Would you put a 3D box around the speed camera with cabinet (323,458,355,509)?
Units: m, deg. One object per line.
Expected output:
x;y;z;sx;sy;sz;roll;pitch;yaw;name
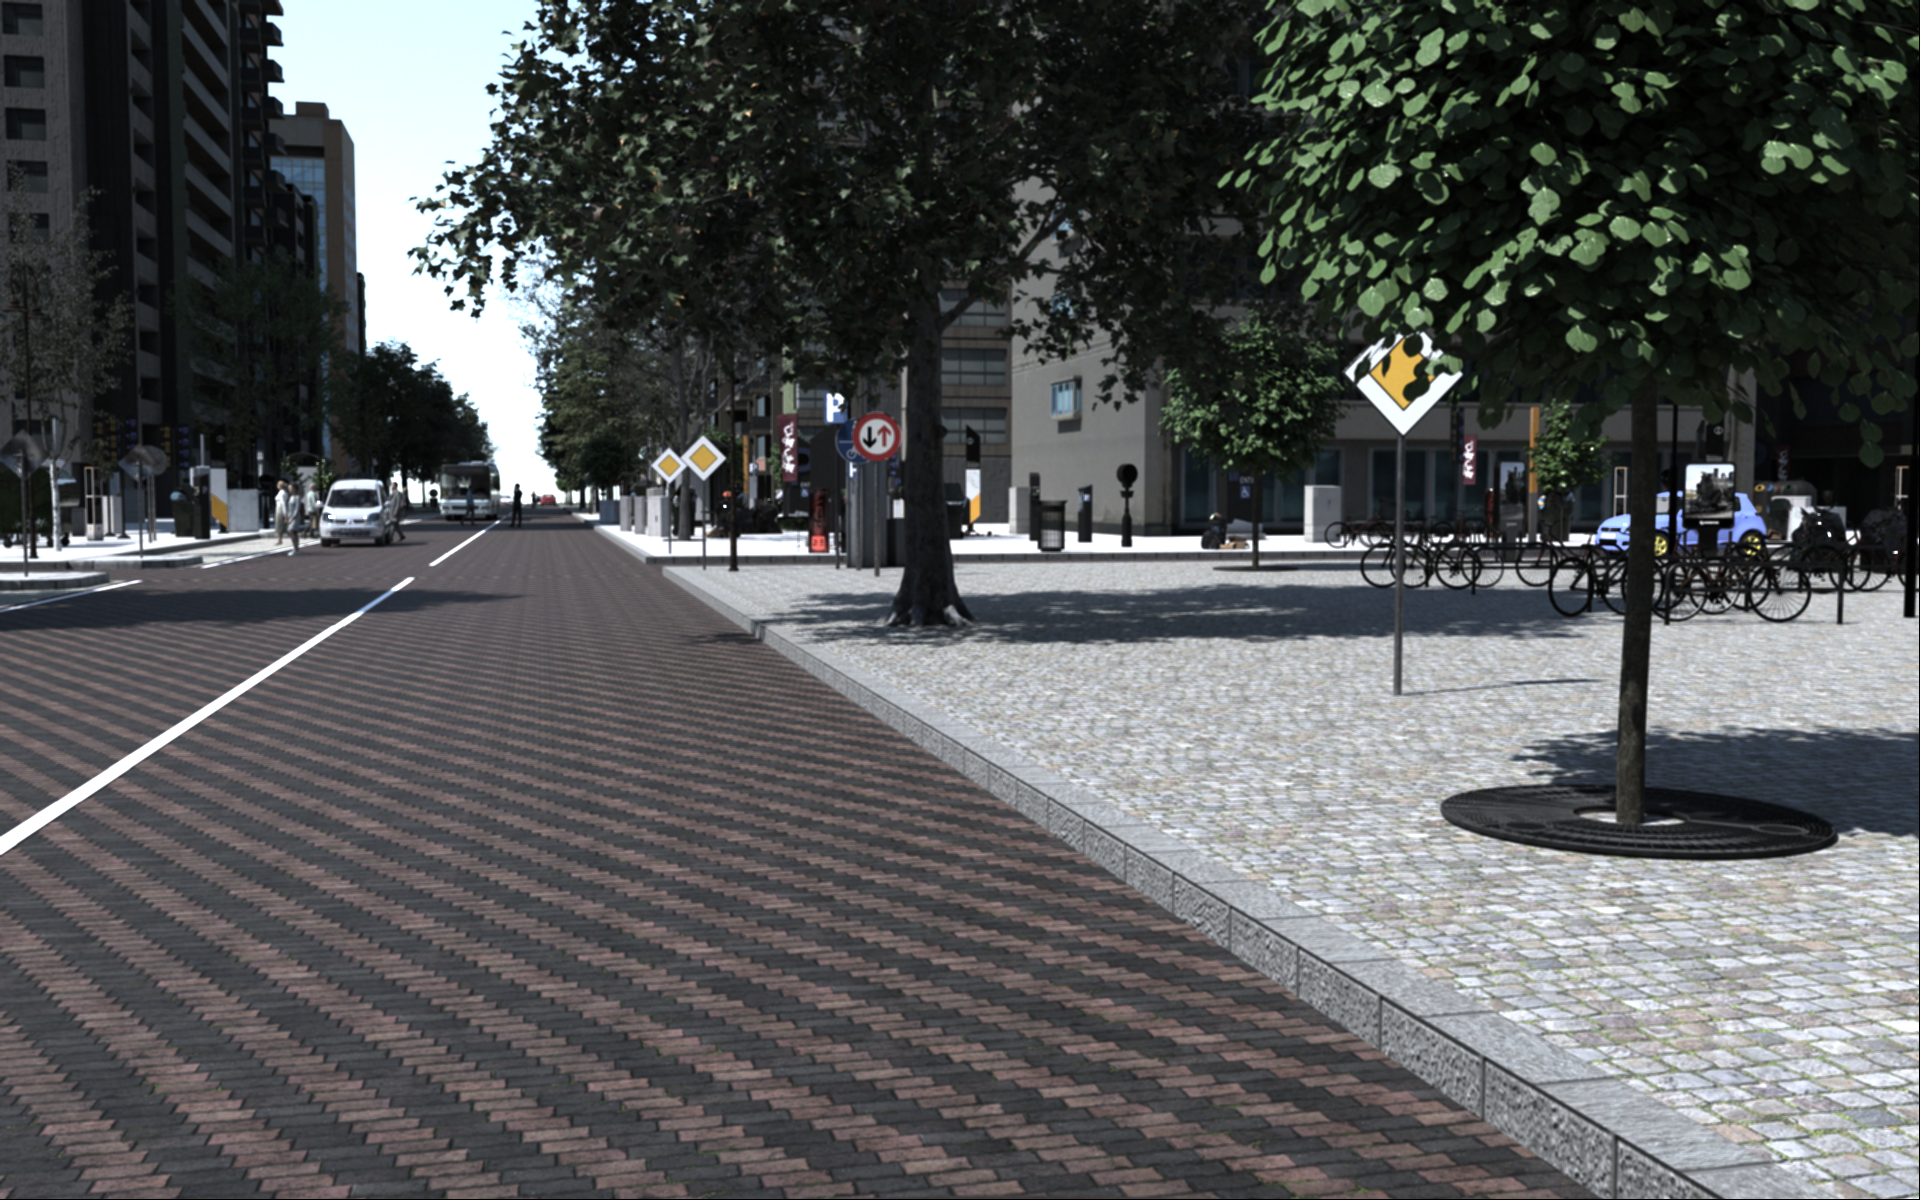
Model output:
-34.562;-6.244;96.427;2.038;3.252;0.660;2;4;28;speed camera with cabinet

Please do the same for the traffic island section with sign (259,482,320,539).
-21.688;-2.926;56.467;1.989;1.847;2.006;-1;4;-14;traffic island section with sign

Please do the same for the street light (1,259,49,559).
-18.428;-3.761;34.274;0.468;5.910;1.993;-1;4;-14;street light

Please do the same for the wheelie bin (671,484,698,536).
-8.470;-2.776;53.297;0.693;1.594;0.980;1;4;11;wheelie bin

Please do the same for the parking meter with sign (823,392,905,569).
-1.599;-2.072;30.137;0.543;3.016;1.738;3;4;36;parking meter with sign

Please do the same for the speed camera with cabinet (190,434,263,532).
-24.602;-3.890;57.932;2.038;3.252;0.660;-2;4;-35;speed camera with cabinet

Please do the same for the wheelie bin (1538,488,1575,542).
16.068;-2.364;46.563;0.980;1.594;0.693;-1;4;-10;wheelie bin

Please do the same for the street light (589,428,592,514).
-23.462;-8.377;109.752;0.468;5.910;1.993;-1;4;-14;street light

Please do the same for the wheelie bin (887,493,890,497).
-3.032;-3.397;63.455;0.980;1.594;0.693;-1;4;-19;wheelie bin

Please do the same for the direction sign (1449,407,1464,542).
12.863;-3.235;44.883;0.379;3.537;0.876;3;4;37;direction sign

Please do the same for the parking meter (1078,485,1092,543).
3.319;-2.295;45.938;0.372;1.533;0.369;0;3;0;parking meter

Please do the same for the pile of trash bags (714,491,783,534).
-7.147;-2.872;56.709;1.912;1.369;3.447;-2;4;-25;pile of trash bags

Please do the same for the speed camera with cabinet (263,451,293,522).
-31.310;-5.141;78.395;2.038;3.252;0.660;-1;4;-11;speed camera with cabinet

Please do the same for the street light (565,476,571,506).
-41.463;-12.929;184.171;0.468;5.910;1.993;-1;4;-14;street light

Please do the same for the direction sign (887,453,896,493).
-3.262;-5.251;77.856;0.876;3.537;0.379;2;4;25;direction sign

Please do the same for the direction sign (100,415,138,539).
-24.090;-3.535;49.797;0.876;3.537;0.379;-3;5;-41;direction sign

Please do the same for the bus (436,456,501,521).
-27.217;-6.218;96.523;2.948;3.499;13.247;-1;4;-12;bus

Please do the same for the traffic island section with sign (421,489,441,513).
-39.772;-7.491;131.105;1.989;1.847;2.006;-1;4;-14;traffic island section with sign

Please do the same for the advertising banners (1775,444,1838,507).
29.252;-3.897;59.906;2.074;3.025;0.090;3;5;41;advertising banners

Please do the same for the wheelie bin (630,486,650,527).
-12.573;-3.699;68.390;0.980;1.594;0.693;-2;4;-30;wheelie bin

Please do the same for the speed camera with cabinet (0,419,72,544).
-23.966;-3.064;44.432;2.038;3.252;0.660;-1;4;-9;speed camera with cabinet

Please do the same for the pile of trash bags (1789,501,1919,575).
15.326;-1.129;28.207;3.447;1.369;1.912;2;4;33;pile of trash bags

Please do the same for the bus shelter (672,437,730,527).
-9.717;-4.322;64.592;2.014;3.302;5.546;-1;4;-14;bus shelter

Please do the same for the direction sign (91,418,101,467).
-25.669;-3.681;52.181;0.379;3.537;0.876;3;4;37;direction sign

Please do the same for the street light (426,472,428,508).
-47.651;-11.134;154.822;0.468;5.910;1.993;-1;4;-14;street light

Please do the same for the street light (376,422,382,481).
-36.390;-8.311;108.679;0.468;5.910;1.993;-1;4;-14;street light

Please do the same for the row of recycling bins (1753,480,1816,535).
25.595;-2.854;53.779;1.069;1.692;3.534;0;4;7;row of recycling bins

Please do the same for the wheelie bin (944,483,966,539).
-0.326;-2.536;49.373;0.980;1.594;0.693;-2;4;-27;wheelie bin

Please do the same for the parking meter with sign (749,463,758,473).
-11.728;-6.139;96.626;0.543;3.016;1.738;0;4;7;parking meter with sign

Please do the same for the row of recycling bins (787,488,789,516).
-6.214;-4.315;77.667;3.534;1.692;1.069;2;4;25;row of recycling bins

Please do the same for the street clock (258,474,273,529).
-25.364;-3.592;63.300;0.471;2.002;0.358;-2;4;-27;street clock

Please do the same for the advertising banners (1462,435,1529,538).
15.621;-3.332;50.673;2.074;3.025;0.090;2;4;31;advertising banners

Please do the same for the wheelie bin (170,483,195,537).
-23.156;-2.684;51.784;0.693;1.594;0.980;0;4;0;wheelie bin

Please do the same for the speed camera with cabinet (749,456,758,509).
-10.908;-5.818;89.464;0.660;3.252;2.038;-1;4;-15;speed camera with cabinet

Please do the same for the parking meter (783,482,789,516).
-8.426;-4.791;84.039;0.255;1.863;0.399;1;4;13;parking meter

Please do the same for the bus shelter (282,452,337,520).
-32.533;-5.671;86.643;2.014;3.302;5.546;-1;4;-14;bus shelter

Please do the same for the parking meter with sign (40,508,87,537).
-27.309;-3.416;52.118;1.738;3.016;0.543;-1;4;-18;parking meter with sign

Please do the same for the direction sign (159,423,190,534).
-25.199;-3.891;55.616;0.876;3.537;0.379;-2;4;-30;direction sign

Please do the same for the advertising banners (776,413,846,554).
-3.034;-2.524;37.460;2.074;3.025;0.090;1;4;21;advertising banners

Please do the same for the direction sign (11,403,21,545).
-23.599;-3.137;43.288;0.379;3.537;0.876;-2;4;-25;direction sign

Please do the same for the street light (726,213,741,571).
-3.767;-3.417;28.653;0.468;5.910;1.993;-1;4;-14;street light

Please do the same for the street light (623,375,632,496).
-12.339;-5.586;64.111;0.468;5.910;1.993;-1;4;-14;street light

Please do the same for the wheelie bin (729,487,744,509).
-9.721;-4.137;75.541;0.980;1.594;0.693;0;4;-4;wheelie bin

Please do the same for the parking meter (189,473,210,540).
-21.436;-2.644;48.945;0.255;1.863;0.399;1;4;20;parking meter

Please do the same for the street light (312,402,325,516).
-29.518;-6.553;79.922;0.468;5.910;1.993;-1;4;-14;street light

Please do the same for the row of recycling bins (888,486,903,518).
-2.980;-5.194;92.039;1.069;1.692;3.534;1;4;19;row of recycling bins

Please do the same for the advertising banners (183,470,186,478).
-29.125;-4.201;64.877;0.090;3.025;2.074;-2;4;-29;advertising banners
